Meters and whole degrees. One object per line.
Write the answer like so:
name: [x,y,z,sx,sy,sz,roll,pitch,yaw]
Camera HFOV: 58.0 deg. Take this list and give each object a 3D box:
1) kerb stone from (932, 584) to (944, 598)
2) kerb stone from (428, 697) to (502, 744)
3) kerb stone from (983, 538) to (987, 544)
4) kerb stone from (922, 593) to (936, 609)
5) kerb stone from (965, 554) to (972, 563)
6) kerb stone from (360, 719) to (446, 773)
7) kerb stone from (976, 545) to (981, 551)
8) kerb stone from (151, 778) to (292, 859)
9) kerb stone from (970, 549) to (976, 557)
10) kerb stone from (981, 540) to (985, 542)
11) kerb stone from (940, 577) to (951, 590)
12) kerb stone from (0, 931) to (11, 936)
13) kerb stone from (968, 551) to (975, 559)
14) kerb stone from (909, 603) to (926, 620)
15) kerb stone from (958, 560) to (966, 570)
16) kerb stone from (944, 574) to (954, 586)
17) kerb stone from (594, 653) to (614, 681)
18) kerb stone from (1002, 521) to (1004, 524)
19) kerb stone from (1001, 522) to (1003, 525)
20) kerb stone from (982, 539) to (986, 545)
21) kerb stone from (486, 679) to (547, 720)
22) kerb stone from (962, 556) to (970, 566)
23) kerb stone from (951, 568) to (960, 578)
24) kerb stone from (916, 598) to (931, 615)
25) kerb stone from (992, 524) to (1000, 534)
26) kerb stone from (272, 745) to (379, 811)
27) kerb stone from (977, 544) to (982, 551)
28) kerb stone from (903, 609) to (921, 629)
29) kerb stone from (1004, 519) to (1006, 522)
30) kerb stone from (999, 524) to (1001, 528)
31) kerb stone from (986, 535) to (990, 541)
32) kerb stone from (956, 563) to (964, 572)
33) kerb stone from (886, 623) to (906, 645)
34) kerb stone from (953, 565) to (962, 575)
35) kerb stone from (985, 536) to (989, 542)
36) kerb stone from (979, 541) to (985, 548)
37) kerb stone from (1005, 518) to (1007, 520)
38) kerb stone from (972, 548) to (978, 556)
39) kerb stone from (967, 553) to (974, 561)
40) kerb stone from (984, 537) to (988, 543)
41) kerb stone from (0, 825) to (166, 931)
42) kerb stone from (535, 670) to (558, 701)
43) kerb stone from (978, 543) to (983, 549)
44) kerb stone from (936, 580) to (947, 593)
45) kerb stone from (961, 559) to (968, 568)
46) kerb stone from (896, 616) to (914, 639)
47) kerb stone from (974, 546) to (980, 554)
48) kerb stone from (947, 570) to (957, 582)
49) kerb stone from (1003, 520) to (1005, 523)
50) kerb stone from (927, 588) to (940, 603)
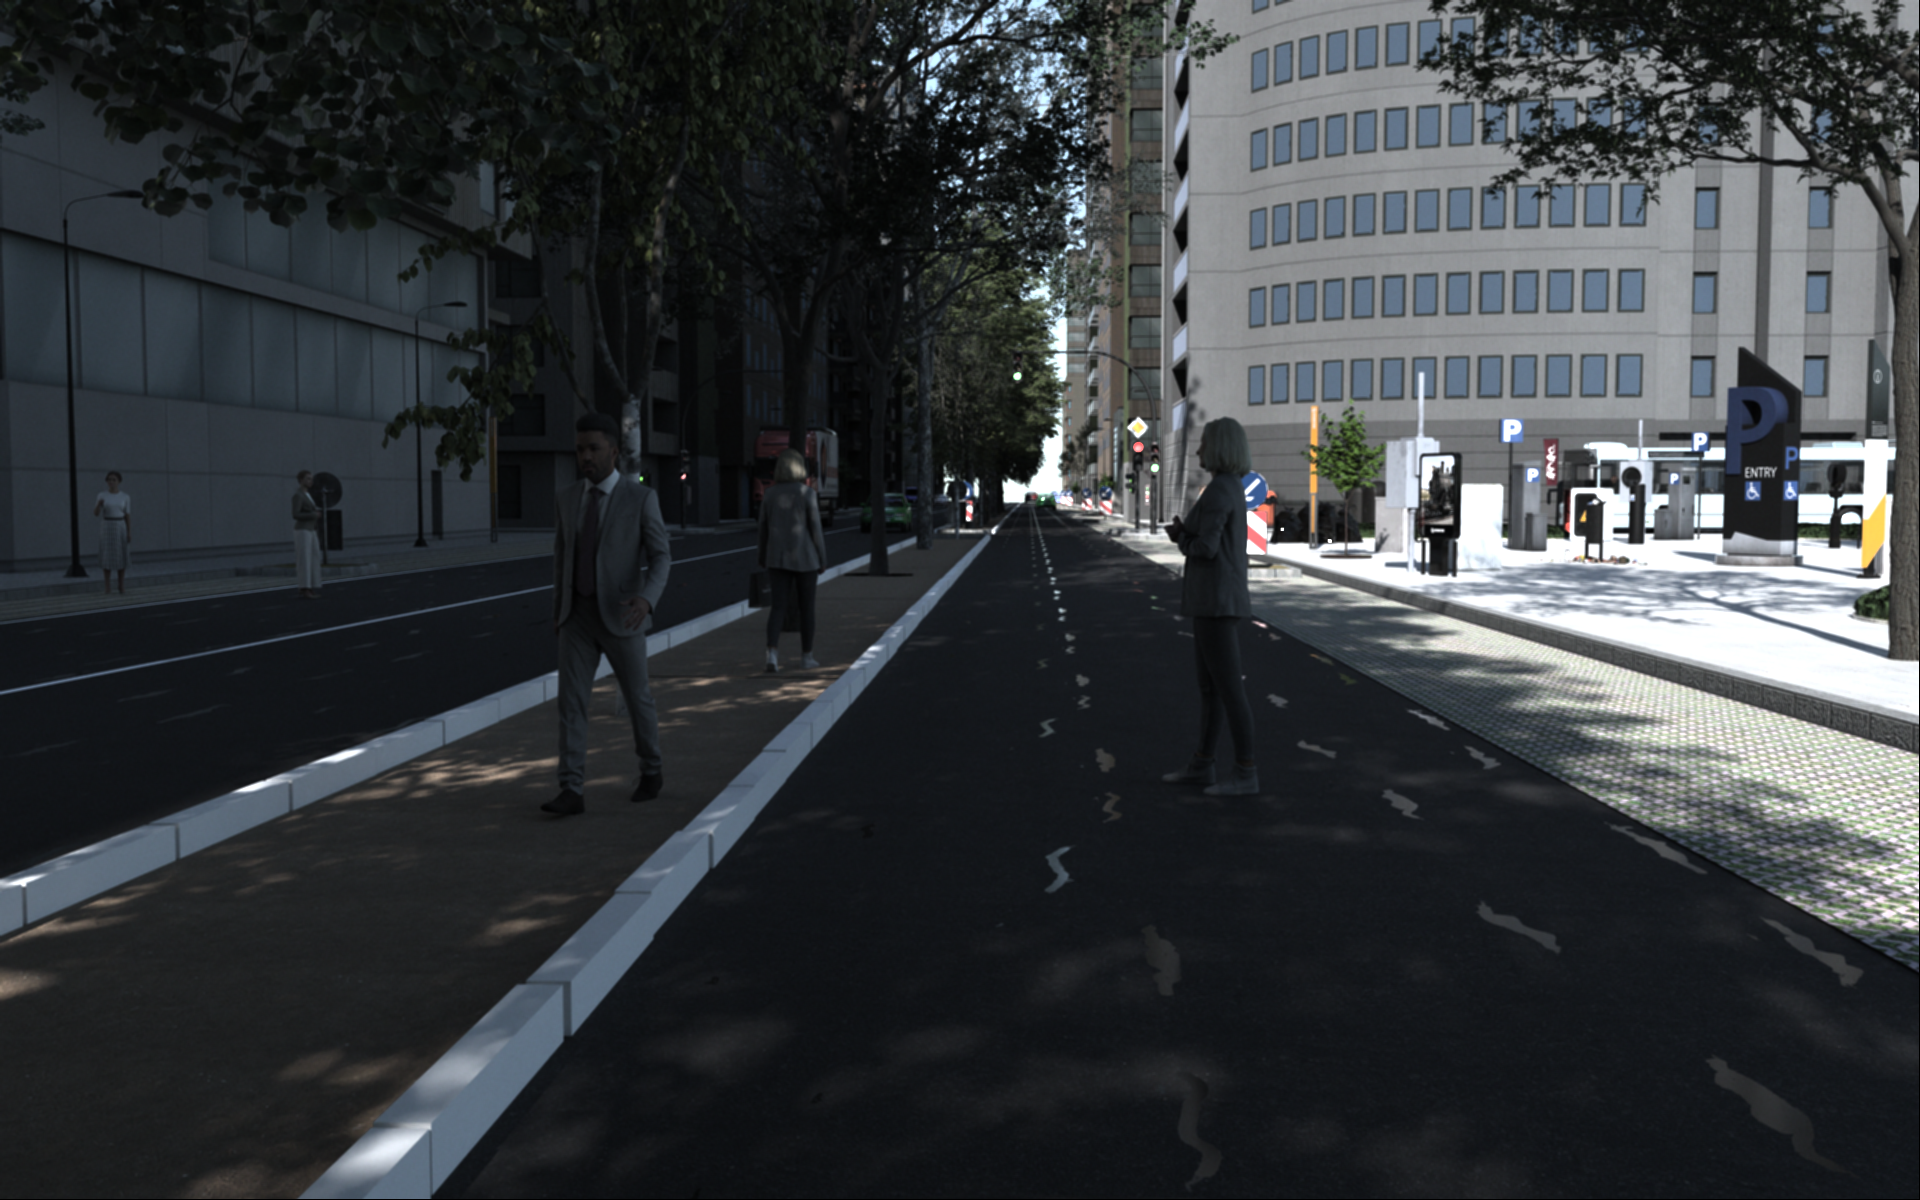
kerb stone: [-0.342,-0.079,23.552,0.120,0.150,1.000,0,4,2]
kerb stone: [-2.961,0.726,10.325,0.120,0.150,1.000,0,4,2]
kerb stone: [0.601,-1.523,47.115,0.120,0.150,1.000,0,4,2]
kerb stone: [-0.414,0.043,21.499,0.120,0.150,1.000,0,4,2]
kerb stone: [0.116,-0.772,34.818,0.120,0.150,1.000,0,4,2]
kerb stone: [-3.005,0.792,9.302,0.120,0.150,1.000,0,4,2]
kerb stone: [0.356,-1.148,40.969,0.120,0.150,1.000,0,4,2]
kerb stone: [-3.084,0.915,7.255,0.120,0.150,1.000,0,4,2]
kerb stone: [0.230,-0.960,37.891,0.120,0.150,1.000,0,4,2]
kerb stone: [0.523,-1.399,45.063,0.120,0.150,1.000,0,4,2]
kerb stone: [-0.260,-0.208,25.597,0.120,0.150,1.000,0,4,2]
kerb stone: [-3.164,1.039,5.202,0.120,0.150,1.000,0,4,2]
kerb stone: [0.195,-0.897,36.869,0.120,0.150,1.000,0,4,2]
kerb stone: [-0.505,0.169,19.433,0.120,0.150,1.000,0,4,2]
kerb stone: [-0.010,-0.584,31.747,0.120,0.150,1.000,0,4,2]
kerb stone: [-0.210,-0.263,26.619,0.120,0.150,1.000,0,4,2]
kerb stone: [-2.840,0.538,13.404,0.120,0.150,1.000,0,4,2]
kerb stone: [1.721,-3.246,75.306,0.120,0.150,1.000,0,4,2]
kerb stone: [1.640,-3.123,73.260,0.120,0.150,1.000,0,4,2]
kerb stone: [0.560,-1.461,46.085,0.120,0.150,1.000,0,4,2]
kerb stone: [-2.929,0.663,11.362,0.120,0.150,1.000,0,4,2]
kerb stone: [0.073,-0.710,33.797,0.120,0.150,1.000,0,4,2]
kerb stone: [-0.130,-0.393,28.682,0.120,0.150,1.000,0,4,2]
kerb stone: [-0.459,0.109,20.469,0.120,0.150,1.000,0,4,2]
kerb stone: [1.400,-2.747,67.101,0.120,0.150,1.000,0,4,2]
kerb stone: [-3.037,0.851,8.279,0.120,0.150,1.000,0,4,2]
kerb stone: [0.402,-1.210,41.999,0.120,0.150,1.000,0,4,2]
kerb stone: [-0.538,0.234,18.412,0.120,0.150,1.000,0,4,2]
kerb stone: [1.969,-3.625,81.459,0.120,0.150,1.000,0,4,2]
kerb stone: [1.437,-2.810,68.131,0.120,0.150,1.000,0,4,2]
kerb stone: [0.724,-1.712,50.188,0.120,0.150,1.000,0,4,2]
kerb stone: [-0.050,-0.515,30.725,0.120,0.150,1.000,0,4,2]
kerb stone: [-0.626,0.357,16.361,0.120,0.150,1.000,0,4,2]
kerb stone: [-0.091,-0.455,29.703,0.120,0.150,1.000,0,4,2]
kerb stone: [0.686,-1.650,49.166,0.120,0.150,1.000,0,4,2]
kerb stone: [0.493,-1.336,44.041,0.120,0.150,1.000,0,4,2]
kerb stone: [2.086,-3.811,84.522,0.120,0.150,1.000,0,4,2]
kerb stone: [0.281,-1.022,38.912,0.120,0.150,1.000,0,4,2]
kerb stone: [0.154,-0.835,35.845,0.120,0.150,1.000,0,4,2]
kerb stone: [0.645,-1.587,48.137,0.120,0.150,1.000,0,4,2]
kerb stone: [-3.125,0.979,6.225,0.120,0.150,1.000,0,4,2]
kerb stone: [-2.884,0.601,12.383,0.120,0.150,1.000,0,4,2]
kerb stone: [0.444,-1.274,43.020,0.120,0.150,1.000,0,4,2]
kerb stone: [-0.300,-0.143,24.573,0.120,0.150,1.000,0,4,2]
kerb stone: [0.024,-0.641,32.770,0.120,0.150,1.000,0,4,2]
kerb stone: [-0.578,0.294,17.387,0.120,0.150,1.000,0,4,2]
kerb stone: [0.318,-1.085,39.943,0.120,0.150,1.000,0,4,2]
kerb stone: [-0.169,-0.333,27.652,0.120,0.150,1.000,0,4,2]
kerb stone: [1.846,-3.437,78.383,0.120,0.150,1.000,0,4,2]
kerb stone: [-0.374,-0.020,22.525,0.120,0.150,1.000,0,4,2]
